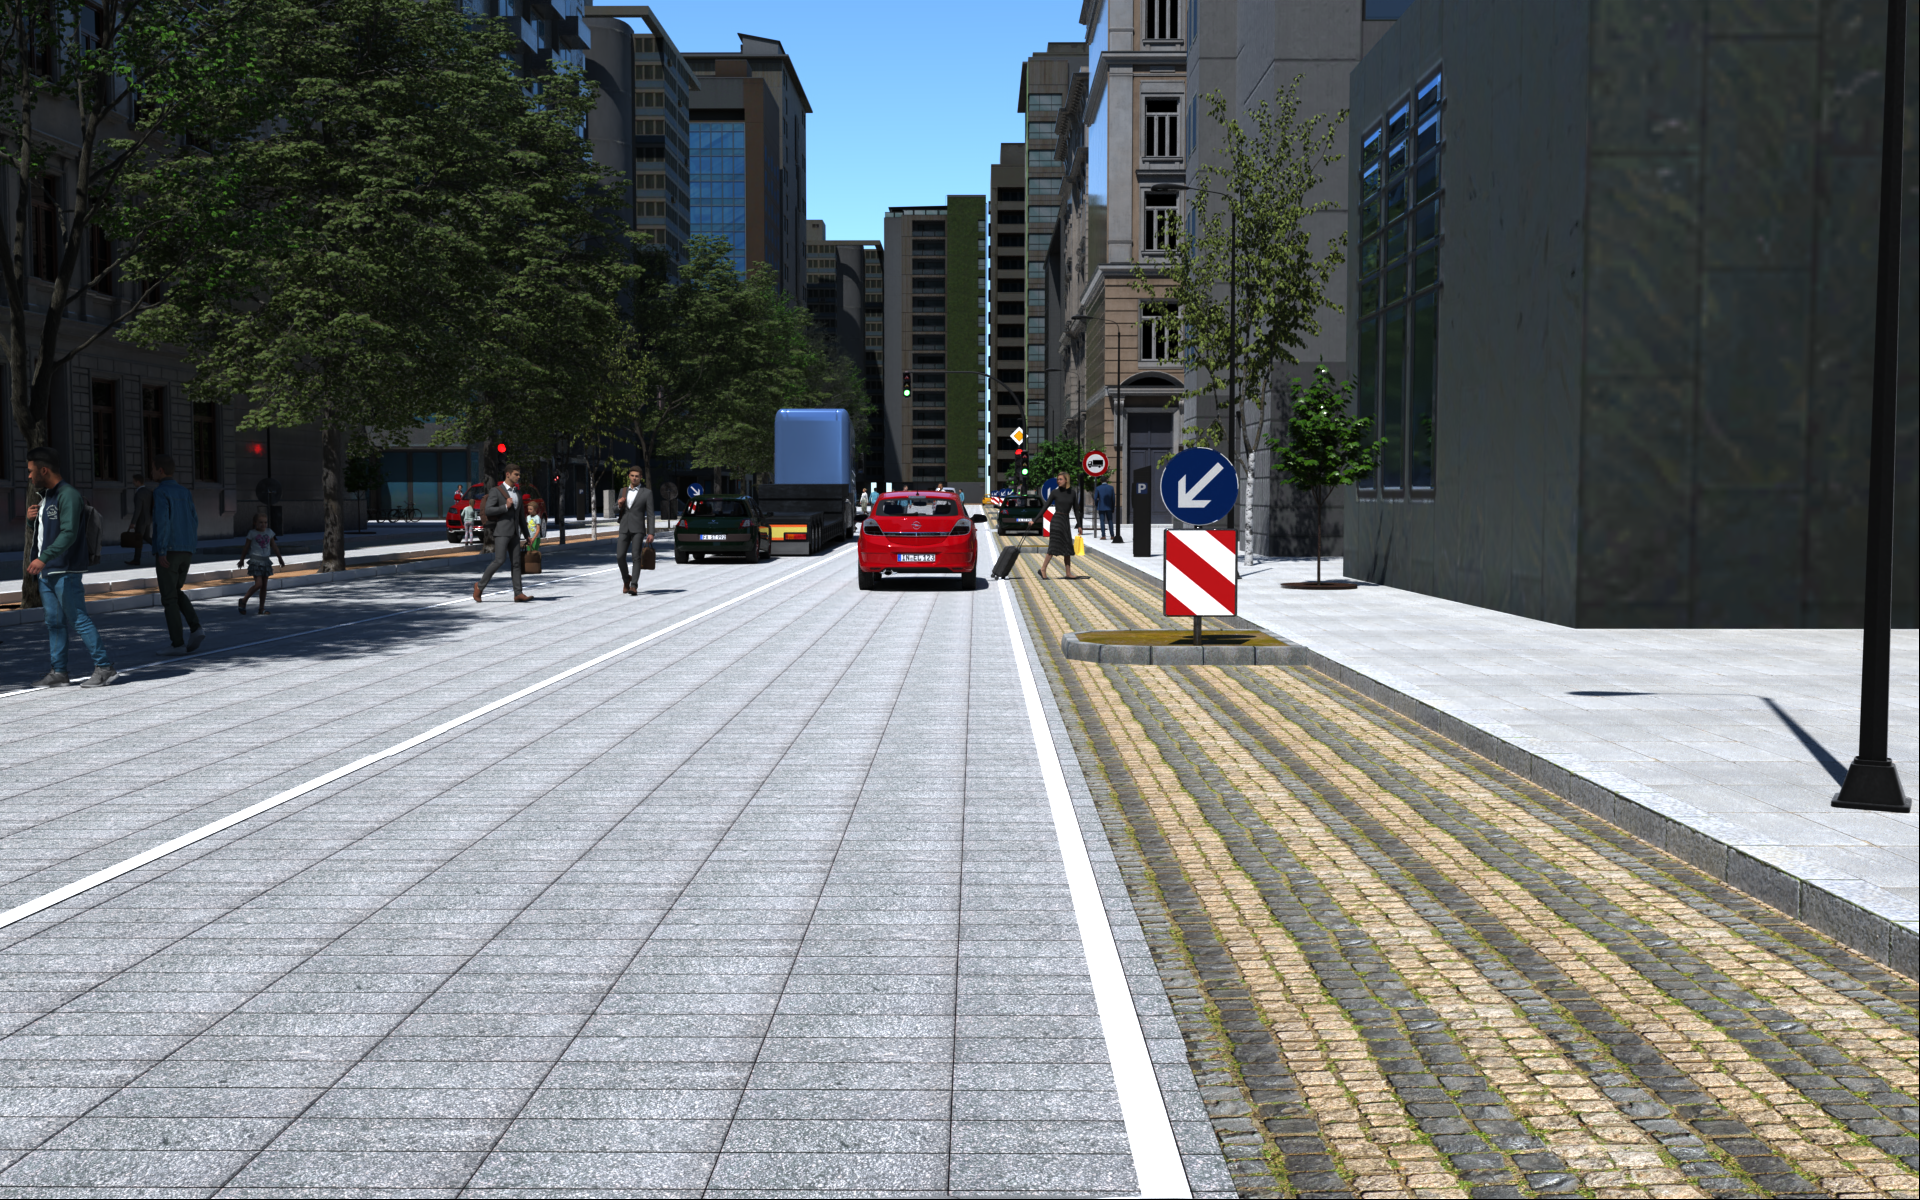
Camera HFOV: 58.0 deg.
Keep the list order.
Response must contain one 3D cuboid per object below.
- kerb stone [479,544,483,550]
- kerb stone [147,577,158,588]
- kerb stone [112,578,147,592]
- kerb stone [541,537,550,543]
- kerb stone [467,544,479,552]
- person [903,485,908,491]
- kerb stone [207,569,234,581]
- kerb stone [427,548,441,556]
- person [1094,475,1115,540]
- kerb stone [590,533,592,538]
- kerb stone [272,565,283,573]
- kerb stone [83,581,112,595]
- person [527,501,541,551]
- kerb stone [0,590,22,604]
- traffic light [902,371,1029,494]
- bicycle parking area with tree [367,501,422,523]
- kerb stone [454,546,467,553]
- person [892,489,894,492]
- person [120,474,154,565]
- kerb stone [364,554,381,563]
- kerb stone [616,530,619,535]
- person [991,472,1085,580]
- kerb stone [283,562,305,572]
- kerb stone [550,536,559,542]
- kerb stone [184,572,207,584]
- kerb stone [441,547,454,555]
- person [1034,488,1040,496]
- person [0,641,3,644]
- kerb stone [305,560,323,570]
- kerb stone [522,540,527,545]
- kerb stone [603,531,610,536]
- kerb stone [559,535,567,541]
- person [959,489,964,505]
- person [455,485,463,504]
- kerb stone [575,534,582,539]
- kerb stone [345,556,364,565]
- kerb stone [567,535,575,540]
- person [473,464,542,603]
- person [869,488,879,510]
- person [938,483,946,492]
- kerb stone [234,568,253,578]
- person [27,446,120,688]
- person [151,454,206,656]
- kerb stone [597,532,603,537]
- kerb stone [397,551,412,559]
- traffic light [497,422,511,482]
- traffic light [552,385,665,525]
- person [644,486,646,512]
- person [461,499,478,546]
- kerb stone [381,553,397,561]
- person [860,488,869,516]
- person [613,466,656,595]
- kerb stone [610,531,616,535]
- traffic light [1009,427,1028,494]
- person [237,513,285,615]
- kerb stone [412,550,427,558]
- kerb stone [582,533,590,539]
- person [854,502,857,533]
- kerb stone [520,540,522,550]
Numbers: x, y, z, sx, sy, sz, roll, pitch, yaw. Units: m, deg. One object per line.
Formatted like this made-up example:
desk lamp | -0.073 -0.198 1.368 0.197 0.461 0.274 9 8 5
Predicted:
kerb stone | -12.224 -1.342 44.144 0.120 0.150 1.000 0 4 1
kerb stone | -12.403 -0.278 26.742 0.120 0.150 1.000 0 4 1
kerb stone | -12.407 -0.213 25.713 0.120 0.150 1.000 0 4 1
kerb stone | -12.165 -1.719 50.306 0.120 0.150 1.000 0 4 1
kerb stone | -12.240 -1.280 43.122 0.120 0.150 1.000 0 4 1
person | -2.428 -4.220 77.358 0.638 1.841 0.748 2 4 24
kerb stone | -12.388 -0.403 28.790 0.120 0.150 1.000 0 4 1
kerb stone | -12.268 -1.088 40.041 0.120 0.150 1.000 0 4 1
person | 4.095 -2.591 48.596 0.721 1.800 0.419 -1 4 -13
kerb stone | -12.101 -2.087 56.468 0.120 0.150 1.000 0 4 1
kerb stone | -12.366 -0.529 30.837 0.120 0.150 1.000 0 4 1
kerb stone | -12.428 -0.152 24.686 0.120 0.150 1.000 0 4 1
person | -7.664 -1.128 31.198 0.306 1.304 0.590 1 4 10
kerb stone | -12.450 -0.025 22.635 0.120 0.150 1.000 0 4 1
traffic light | 0.270 -5.463 63.988 4.771 5.953 1.251 0 4 1
bicycle parking area with tree | -29.358 -5.508 77.060 8.231 4.147 9.016 3 4 39
kerb stone | -12.251 -1.217 42.092 0.120 0.150 1.000 0 4 1
person | -4.859 -7.277 127.681 0.583 1.804 0.606 0 4 -1
person | -16.288 -1.598 34.600 0.822 1.834 0.622 -1 4 -10
kerb stone | -12.313 -0.837 35.950 0.120 0.150 1.000 0 4 1
kerb stone | -12.070 -2.346 60.556 0.120 0.150 1.000 0 4 1
person | 1.334 -1.233 28.885 1.509 1.804 0.699 1 4 20
kerb stone | -12.350 -0.588 31.859 0.120 0.150 1.000 0 4 1
kerb stone | -12.152 -1.779 51.343 0.120 0.150 1.000 0 4 1
kerb stone | -12.393 -0.339 27.764 0.120 0.150 1.000 0 4 1
kerb stone | -12.263 -1.151 41.066 0.120 0.150 1.000 0 4 1
person | 6.135 -8.166 139.909 0.721 1.781 0.623 -1 4 -14
person | -9.429 -0.456 16.310 0.624 1.780 0.694 -1 4 -10
kerb stone | -12.344 -0.654 32.880 0.120 0.150 1.000 0 4 1
kerb stone | -12.187 -1.586 48.254 0.120 0.150 1.000 0 4 1
kerb stone | -12.088 -2.221 58.511 0.120 0.150 1.000 0 4 1
kerb stone | -12.145 -1.845 52.367 0.120 0.150 1.000 0 4 1
person | 0.209 -7.466 130.595 0.620 1.820 0.660 -2 4 -27
person | -23.243 -4.489 80.269 0.643 1.720 0.563 1 4 21
kerb stone | -12.125 -1.966 54.418 0.120 0.150 1.000 0 4 1
kerb stone | -12.317 -0.779 34.928 0.120 0.150 1.000 0 4 1
kerb stone | -12.138 -1.908 53.392 0.120 0.150 1.000 0 4 1
person | -6.004 -0.884 22.917 0.822 1.834 0.622 1 4 20
person | -5.187 -5.872 104.525 0.660 1.820 0.620 0 4 6
person | -0.668 -3.212 61.120 0.850 1.850 0.679 -2 4 -34
kerb stone | -12.368 -0.466 29.811 0.120 0.150 1.000 0 4 1
person | -6.671 -0.245 12.846 0.623 1.781 0.721 2 4 34
person | -6.972 -0.401 15.402 0.444 1.785 0.601 1 4 17
kerb stone | -12.091 -2.155 57.490 0.120 0.150 1.000 0 4 1
kerb stone | -12.295 -0.966 37.994 0.120 0.150 1.000 0 4 1
traffic light | -16.898 -4.609 64.285 0.839 4.253 0.868 0 4 1
traffic light | -14.726 -5.970 72.284 4.771 5.953 1.251 0 4 1
person | -22.055 -7.032 120.995 0.573 1.828 0.580 0 4 -4
person | -13.374 -2.105 47.192 0.425 1.301 0.394 -2 4 -24
kerb stone | -12.298 -0.901 36.972 0.120 0.150 1.000 0 4 1
person | -5.982 -6.148 109.249 0.641 1.798 0.478 -2 4 -33
person | -4.636 -0.990 24.652 0.622 1.834 0.822 0 4 -1
kerb stone | -12.079 -2.283 59.534 0.120 0.150 1.000 0 4 1
traffic light | 2.442 -5.087 72.093 0.839 4.253 0.868 0 4 1
person | -8.339 -0.438 20.668 0.382 1.210 0.505 3 4 38
kerb stone | -12.280 -1.027 39.016 0.120 0.150 1.000 0 4 1
kerb stone | -12.112 -2.033 55.439 0.120 0.150 1.000 0 4 1
person | -4.022 -3.402 64.154 0.654 1.822 0.581 -3 4 -36
kerb stone | -12.204 -1.531 47.230 0.120 0.150 1.000 0 4 1
